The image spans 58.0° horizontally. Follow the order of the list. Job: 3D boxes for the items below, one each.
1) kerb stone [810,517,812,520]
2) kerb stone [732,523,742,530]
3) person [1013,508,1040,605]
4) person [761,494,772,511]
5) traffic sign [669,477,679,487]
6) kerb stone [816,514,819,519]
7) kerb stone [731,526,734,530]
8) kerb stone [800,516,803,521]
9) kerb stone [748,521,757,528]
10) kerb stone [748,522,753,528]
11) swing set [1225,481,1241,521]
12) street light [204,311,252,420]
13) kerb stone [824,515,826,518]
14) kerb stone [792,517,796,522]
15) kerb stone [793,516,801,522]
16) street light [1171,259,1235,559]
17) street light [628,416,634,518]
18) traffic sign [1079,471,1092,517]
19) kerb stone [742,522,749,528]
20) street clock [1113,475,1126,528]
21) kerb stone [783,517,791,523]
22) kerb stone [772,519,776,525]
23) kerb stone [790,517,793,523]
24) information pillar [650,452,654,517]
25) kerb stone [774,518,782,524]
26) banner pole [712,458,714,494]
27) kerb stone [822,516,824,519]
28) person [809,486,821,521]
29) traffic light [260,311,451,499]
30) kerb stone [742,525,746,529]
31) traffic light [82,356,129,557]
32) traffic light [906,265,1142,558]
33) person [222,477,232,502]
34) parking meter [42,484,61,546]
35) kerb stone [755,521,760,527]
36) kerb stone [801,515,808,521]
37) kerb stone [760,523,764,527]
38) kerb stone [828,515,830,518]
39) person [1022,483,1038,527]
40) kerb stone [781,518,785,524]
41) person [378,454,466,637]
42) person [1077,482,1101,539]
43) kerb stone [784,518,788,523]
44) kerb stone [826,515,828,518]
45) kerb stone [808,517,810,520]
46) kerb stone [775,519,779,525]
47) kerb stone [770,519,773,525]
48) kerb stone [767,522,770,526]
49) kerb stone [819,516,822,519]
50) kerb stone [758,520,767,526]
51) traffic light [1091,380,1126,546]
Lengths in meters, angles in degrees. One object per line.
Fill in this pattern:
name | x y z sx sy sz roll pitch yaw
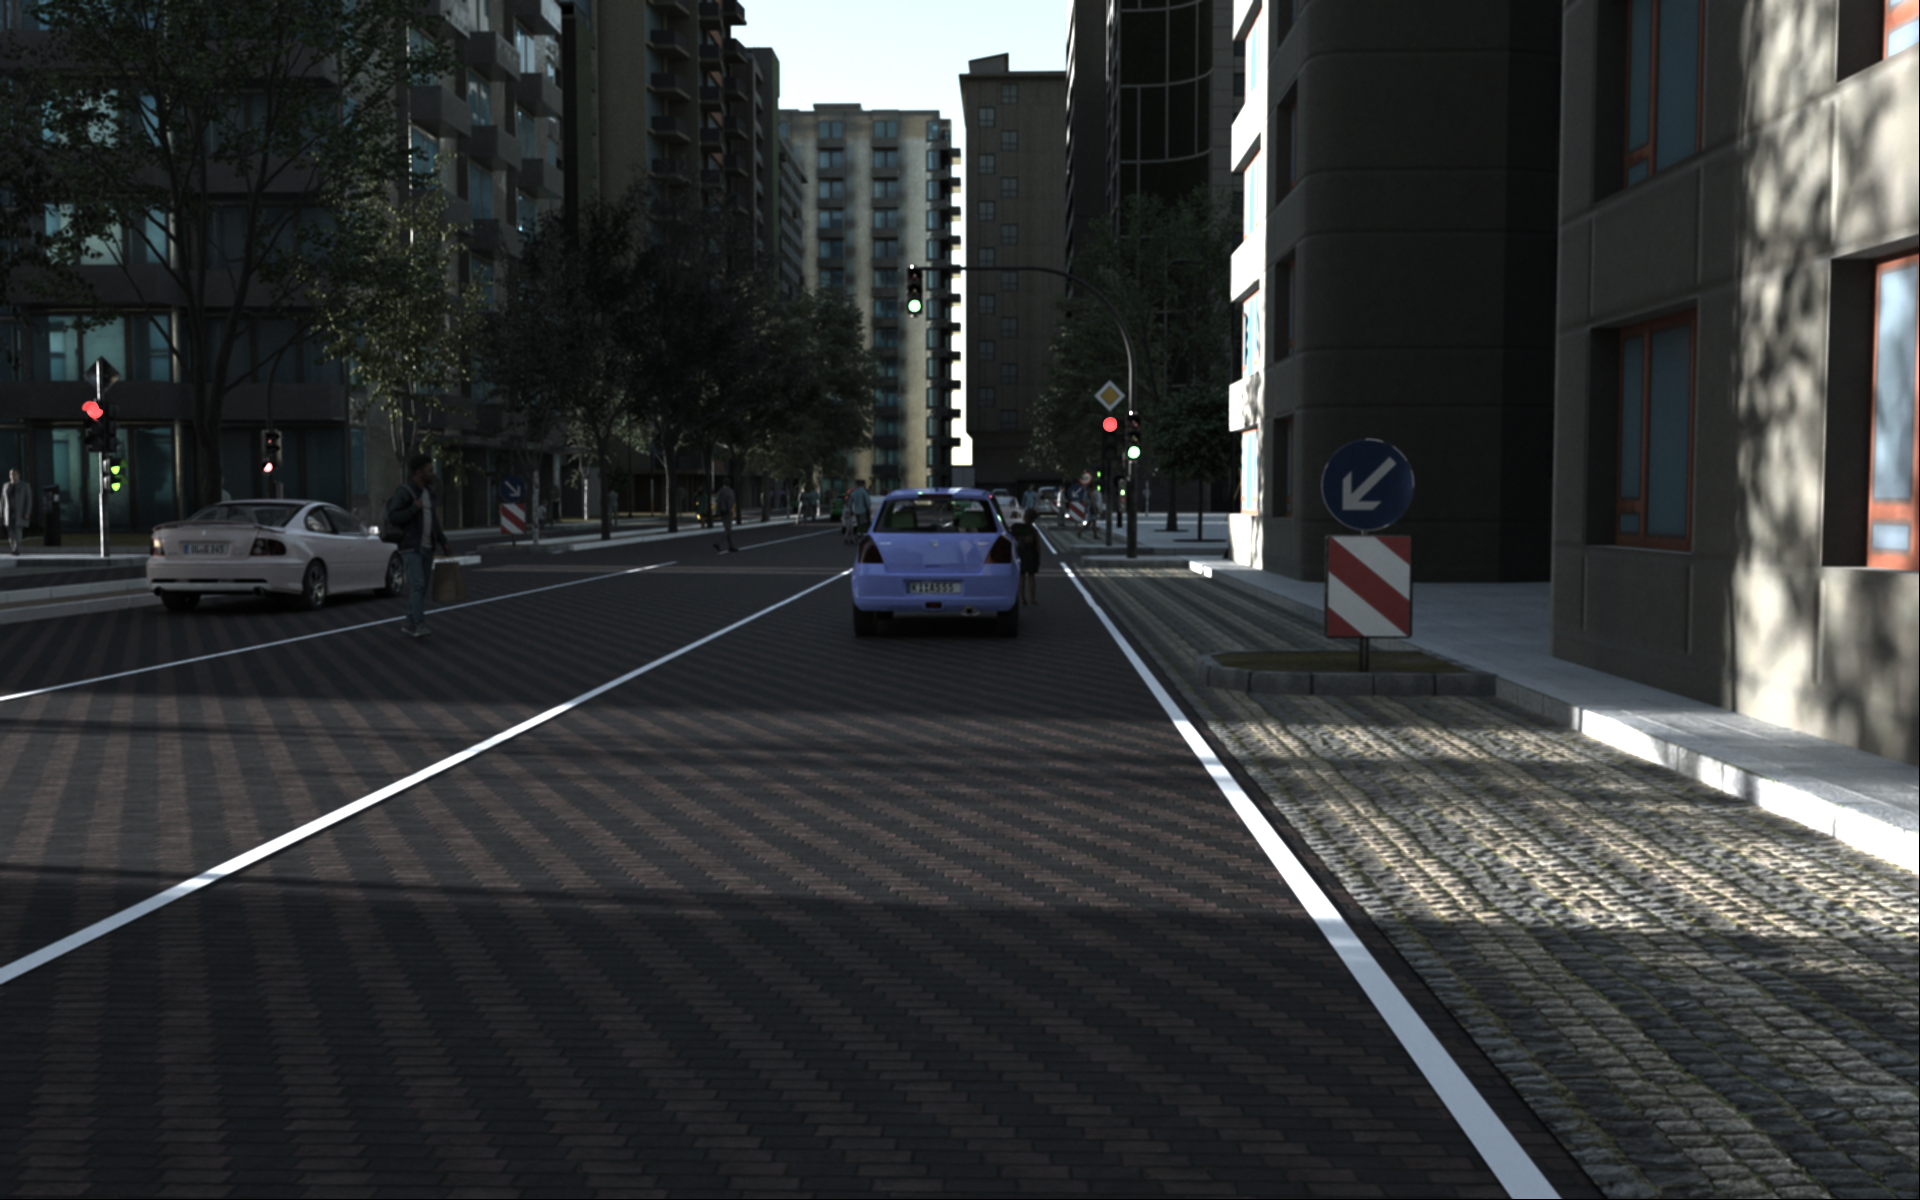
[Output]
kerb stone | -8.307 -4.416 94.405 0.120 0.150 1.000 0 4 2
kerb stone | -9.039 -2.913 69.823 0.120 0.150 1.000 0 4 2
person | 0.856 -0.562 22.361 0.362 1.253 0.373 1 4 10
person | -12.074 -6.098 108.306 0.694 1.812 0.767 2 4 24
traffic sign | -17.126 -6.210 103.666 0.606 2.300 0.079 0 4 8
kerb stone | -8.212 -4.603 97.477 0.120 0.150 1.000 0 4 2
kerb stone | -9.098 -2.785 67.775 0.120 0.150 1.000 0 4 2
kerb stone | -8.436 -4.166 90.301 0.120 0.150 1.000 0 4 2
kerb stone | -8.913 -3.164 73.922 0.120 0.150 1.000 0 4 2
kerb stone | -8.951 -3.100 72.888 0.120 0.150 1.000 0 4 2
swing set | 14.557 -5.130 81.488 2.862 2.851 3.119 -2 4 -27
street light | -18.623 -4.371 43.999 1.470 5.913 1.316 0 4 2
kerb stone | -8.103 -4.853 101.574 0.120 0.150 1.000 0 4 2
kerb stone | -8.520 -3.978 87.231 0.120 0.150 1.000 0 4 2
kerb stone | -8.465 -4.103 89.280 0.120 0.150 1.000 0 4 2
street light | 4.860 -3.781 34.359 1.470 5.913 1.316 0 4 2
street light | -17.215 -7.371 93.051 1.470 5.913 1.316 0 4 2
traffic sign | 6.952 -5.871 96.099 0.768 2.556 0.104 0 4 5
kerb stone | -8.981 -3.031 71.867 0.120 0.150 1.000 0 4 2
street clock | 6.082 -3.756 65.975 0.471 2.002 0.358 1 4 11
kerb stone | -8.577 -3.852 85.183 0.120 0.150 1.000 0 4 2
kerb stone | -8.735 -3.540 80.073 0.120 0.150 1.000 0 4 2
kerb stone | -8.550 -3.915 86.207 0.120 0.150 1.000 0 4 2
information pillar | -17.349 -6.497 97.580 0.183 3.616 0.504 0 4 -6
kerb stone | -8.671 -3.664 82.117 0.120 0.150 1.000 0 4 2
banner pole | -16.801 -7.824 117.935 0.401 3.779 0.863 -1 4 -13
kerb stone | -8.127 -4.792 100.549 0.120 0.150 1.000 0 4 2
person | -7.739 -5.084 91.487 0.638 1.841 0.748 2 4 28
traffic light | -15.101 -4.192 43.213 4.771 5.953 1.251 0 4 2
kerb stone | -9.013 -2.976 70.845 0.120 0.150 1.000 0 4 2
traffic light | -17.430 -2.834 35.258 0.839 4.253 0.868 0 4 2
traffic light | 1.329 -3.664 34.579 4.771 5.953 1.251 0 4 2
person | -13.351 -1.369 31.377 0.515 1.767 0.782 1 4 13
parking meter | -22.339 -2.090 42.586 0.372 1.533 0.369 0 3 0
kerb stone | -8.885 -3.226 74.947 0.120 0.150 1.000 0 4 2
kerb stone | -8.374 -4.292 92.362 0.120 0.150 1.000 0 4 2
kerb stone | -8.861 -3.289 75.969 0.120 0.150 1.000 0 4 2
kerb stone | -8.039 -4.978 103.632 0.120 0.150 1.000 0 4 2
person | 2.756 -3.587 67.009 0.638 1.841 0.748 2 4 33
kerb stone | -8.646 -3.727 83.140 0.120 0.150 1.000 0 4 2
person | -5.324 -0.532 17.182 0.713 1.824 0.794 3 4 38
person | 4.125 -2.826 54.801 0.778 1.811 0.616 -1 4 -10
kerb stone | -8.611 -3.787 84.161 0.120 0.150 1.000 0 4 2
kerb stone | -8.069 -4.918 102.607 0.120 0.150 1.000 0 4 2
kerb stone | -8.346 -4.352 93.384 0.120 0.150 1.000 0 4 2
kerb stone | -8.703 -3.602 81.095 0.120 0.150 1.000 0 4 2
kerb stone | -8.770 -3.477 79.047 0.120 0.150 1.000 0 4 2
kerb stone | -8.793 -3.411 78.025 0.120 0.150 1.000 0 4 2
kerb stone | -8.165 -4.725 99.528 0.120 0.150 1.000 0 4 2
kerb stone | -8.826 -3.346 76.994 0.120 0.150 1.000 0 4 2
traffic light | 3.658 -3.286 42.641 0.839 4.253 0.868 0 4 2
